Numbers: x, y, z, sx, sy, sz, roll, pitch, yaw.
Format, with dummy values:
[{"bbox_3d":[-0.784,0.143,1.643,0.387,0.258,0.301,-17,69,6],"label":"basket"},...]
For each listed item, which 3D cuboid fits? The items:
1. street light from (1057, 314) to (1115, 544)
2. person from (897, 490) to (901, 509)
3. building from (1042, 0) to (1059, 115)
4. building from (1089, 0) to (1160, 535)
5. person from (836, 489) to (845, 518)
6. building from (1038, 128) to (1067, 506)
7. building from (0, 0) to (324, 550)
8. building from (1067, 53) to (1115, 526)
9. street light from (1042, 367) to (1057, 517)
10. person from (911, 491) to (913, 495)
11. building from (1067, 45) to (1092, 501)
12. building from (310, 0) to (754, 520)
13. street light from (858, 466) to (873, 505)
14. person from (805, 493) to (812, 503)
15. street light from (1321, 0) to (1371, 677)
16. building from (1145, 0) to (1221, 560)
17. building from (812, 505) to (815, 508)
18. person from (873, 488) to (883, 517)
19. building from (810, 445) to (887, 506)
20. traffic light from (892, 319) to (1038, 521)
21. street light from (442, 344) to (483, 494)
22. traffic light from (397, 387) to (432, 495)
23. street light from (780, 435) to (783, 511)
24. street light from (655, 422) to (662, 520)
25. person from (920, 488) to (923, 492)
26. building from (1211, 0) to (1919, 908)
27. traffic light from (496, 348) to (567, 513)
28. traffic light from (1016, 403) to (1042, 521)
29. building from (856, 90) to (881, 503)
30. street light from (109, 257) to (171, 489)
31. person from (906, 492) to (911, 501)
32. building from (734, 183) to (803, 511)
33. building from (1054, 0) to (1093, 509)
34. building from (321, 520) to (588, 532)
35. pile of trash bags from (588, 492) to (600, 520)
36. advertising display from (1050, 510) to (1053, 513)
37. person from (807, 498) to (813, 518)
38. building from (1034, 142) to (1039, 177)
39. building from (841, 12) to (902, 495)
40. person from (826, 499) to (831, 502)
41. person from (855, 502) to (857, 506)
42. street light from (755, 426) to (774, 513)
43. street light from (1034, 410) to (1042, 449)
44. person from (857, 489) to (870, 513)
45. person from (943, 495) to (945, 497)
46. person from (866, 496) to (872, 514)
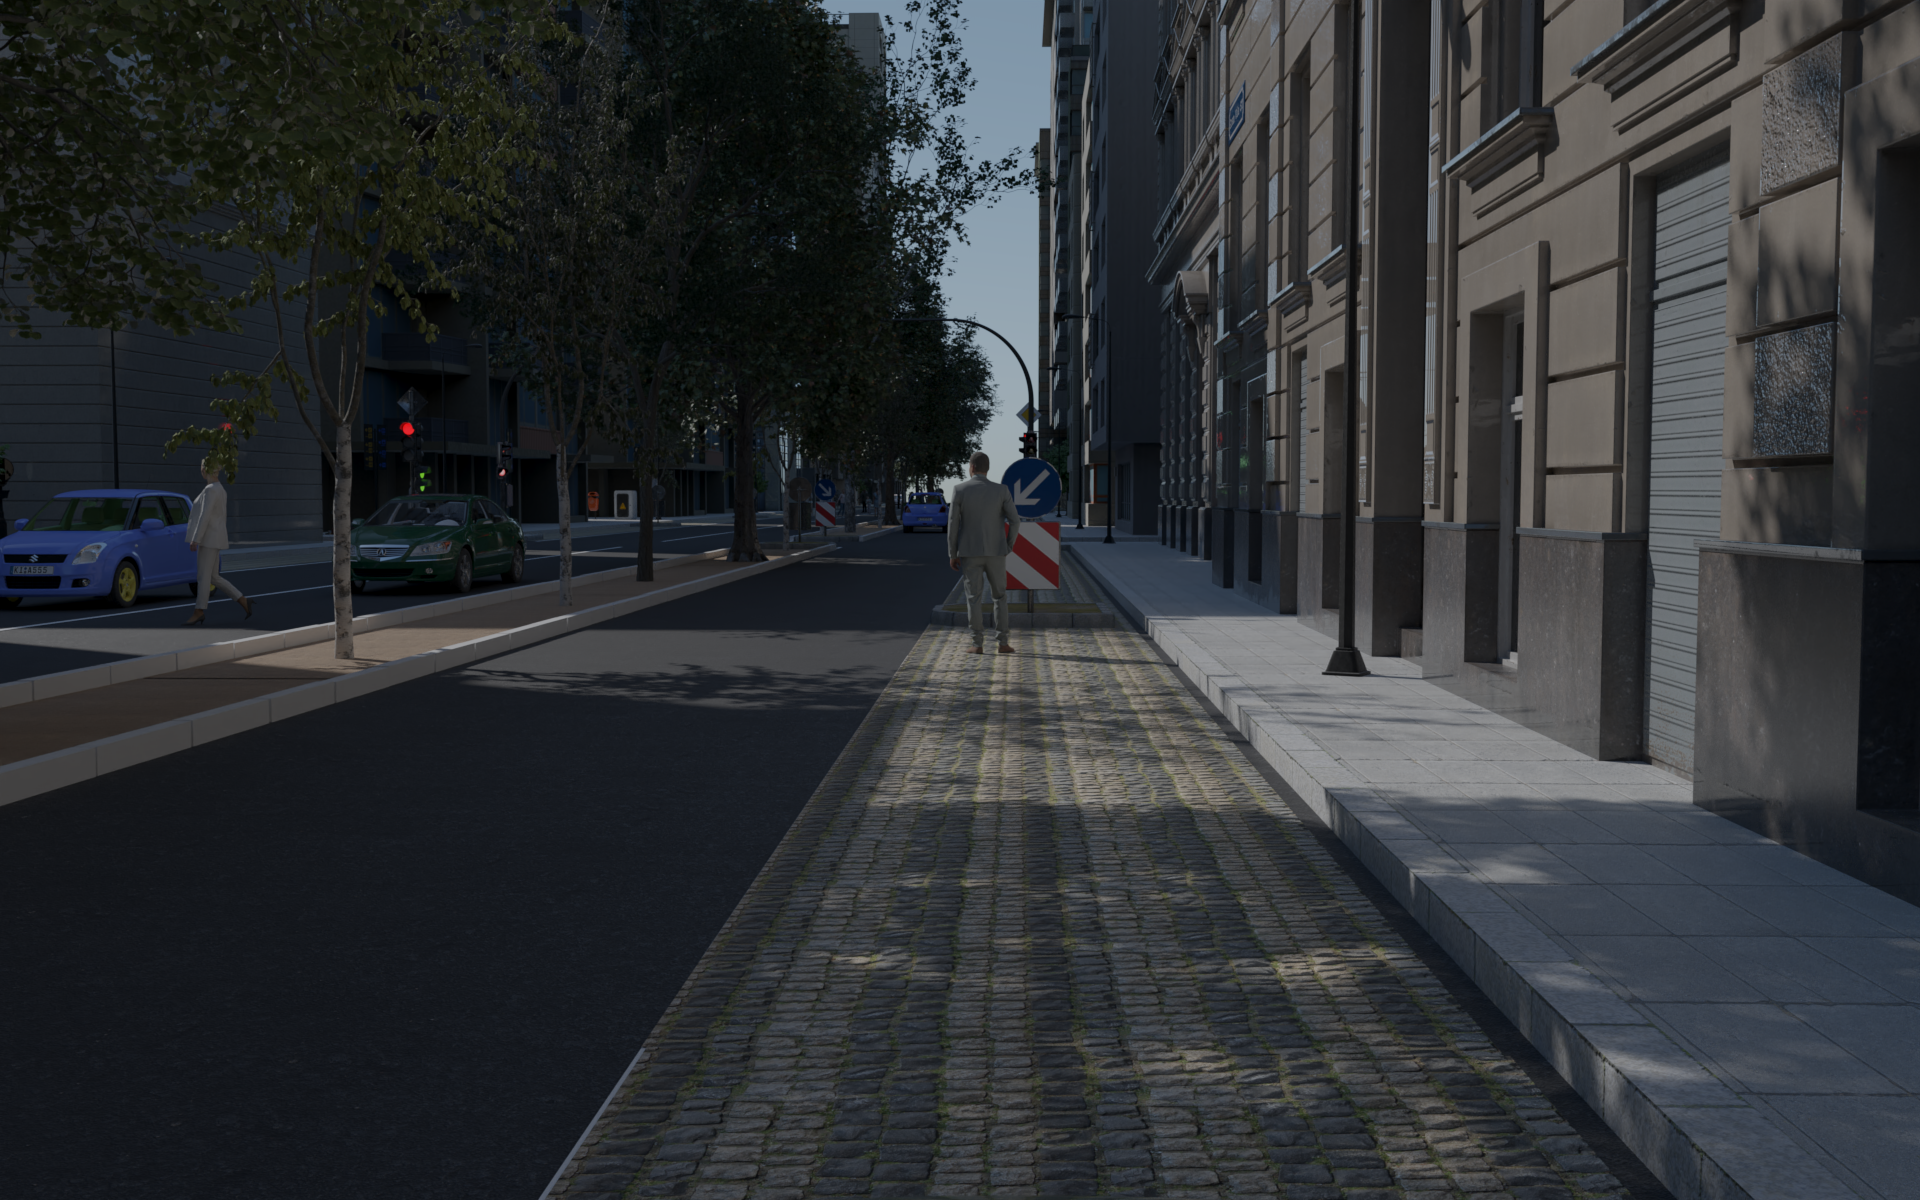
[{"bbox_3d":[3.335,-4.422,44.835,1.470,5.913,1.316,0,4,2],"label":"street light"},{"bbox_3d":[-5.901,-9.738,167.860,0.705,1.807,1.348,1,4,9],"label":"person"},{"bbox_3d":[22.773,-35.826,175.000,28.713,52.752,27.495,0,4,2],"label":"building"},{"bbox_3d":[11.484,-22.767,55.828,14.086,41.232,14.154,0,4,2],"label":"building"},{"bbox_3d":[-7.082,-5.715,102.616,0.598,1.740,0.731,2,4,34],"label":"person"},{"bbox_3d":[15.891,-31.361,196.342,14.154,41.232,14.086,0,4,2],"label":"building"},{"bbox_3d":[-31.631,-16.039,39.729,29.804,29.767,11.434,0,4,2],"label":"building"},{"bbox_3d":[19.390,-14.507,82.222,27.650,21.520,28.899,0,4,2],"label":"building"},{"bbox_3d":[3.855,-5.555,63.358,1.470,5.913,1.316,0,4,2],"label":"street light"},{"bbox_3d":[-5.413,-11.665,200.007,0.721,1.735,1.217,-1,4,-13],"label":"person"},{"bbox_3d":[14.120,-21.002,115.086,14.160,30.474,14.107,0,4,2],"label":"building"},{"bbox_3d":[-25.089,-27.714,107.754,22.147,44.769,28.867,0,4,2],"label":"building"},{"bbox_3d":[-10.818,-13.609,195.047,1.470,5.913,1.316,0,4,2],"label":"street light"},{"bbox_3d":[-10.629,-6.907,121.271,0.661,1.843,0.795,2,4,25],"label":"person"},{"bbox_3d":[2.207,-2.424,12.167,1.470,5.913,1.316,0,4,2],"label":"street light"},{"bbox_3d":[9.557,-12.569,34.380,11.050,23.489,19.941,0,4,2],"label":"building"},{"bbox_3d":[-23.285,-44.693,168.982,20.563,71.187,20.611,0,4,2],"label":"building"},{"bbox_3d":[-5.176,-6.128,108.779,0.616,1.811,0.778,0,4,7],"label":"person"},{"bbox_3d":[-16.988,-34.441,246.702,14.154,41.232,14.086,0,4,2],"label":"building"},{"bbox_3d":[-0.278,-4.291,44.827,4.771,5.953,1.251,0,4,2],"label":"traffic light"},{"bbox_3d":[-15.468,-4.967,53.746,1.470,5.913,1.316,0,4,2],"label":"street light"},{"bbox_3d":[-14.337,-3.455,45.417,0.839,4.253,0.868,0,4,2],"label":"traffic light"},{"bbox_3d":[-12.965,-9.661,130.494,1.470,5.913,1.316,0,4,2],"label":"street light"},{"bbox_3d":[-14.403,-6.918,85.654,1.470,5.913,1.316,0,4,2],"label":"street light"},{"bbox_3d":[-2.425,-6.172,109.591,0.661,1.801,0.590,0,4,2],"label":"person"},{"bbox_3d":[8.854,-13.121,11.792,12.463,27.353,25.104,0,4,2],"label":"building"},{"bbox_3d":[-11.979,-4.813,53.364,4.771,5.953,1.251,0,4,2],"label":"traffic light"},{"bbox_3d":[2.081,-3.912,52.879,0.839,4.253,0.868,0,4,2],"label":"traffic light"},{"bbox_3d":[-24.944,-38.937,225.851,28.713,52.752,27.495,0,4,2],"label":"building"},{"bbox_3d":[-16.099,-3.762,34.052,1.470,5.913,1.316,0,4,2],"label":"street light"},{"bbox_3d":[-7.320,-14.598,247.972,0.742,1.727,0.445,-3,4,-38],"label":"person"},{"bbox_3d":[-24.222,-50.771,142.773,22.319,86.520,31.000,0,4,2],"label":"building"},{"bbox_3d":[19.309,-32.213,146.291,23.786,49.044,30.456,0,4,2],"label":"building"},{"bbox_3d":[-26.961,-25.419,70.220,22.147,44.769,28.867,0,4,2],"label":"building"},{"bbox_3d":[-19.799,-4.739,87.238,3.447,1.369,1.912,1,4,8],"label":"pile of trash bags"},{"bbox_3d":[6.343,-7.032,120.179,0.123,1.923,0.974,2,4,28],"label":"advertising display"},{"bbox_3d":[-9.161,-5.621,105.411,0.505,1.210,0.382,1,4,10],"label":"person"},{"bbox_3d":[25.196,-40.536,251.994,28.713,52.752,27.495,0,4,2],"label":"building"},{"bbox_3d":[-19.417,-50.477,263.550,20.563,71.187,20.611,0,4,2],"label":"building"},{"bbox_3d":[-8.478,-6.191,110.064,0.601,1.785,0.444,-1,4,-9],"label":"person"},{"bbox_3d":[-7.839,-6.995,127.887,0.505,1.210,0.382,1,4,18],"label":"person"},{"bbox_3d":[-13.373,-8.894,117.951,1.470,5.913,1.316,0,4,2],"label":"street light"},{"bbox_3d":[4.908,-7.506,95.266,1.470,5.913,1.316,0,4,2],"label":"street light"},{"bbox_3d":[-7.448,-7.708,134.670,1.348,1.807,0.705,-3,5,-42],"label":"person"},{"bbox_3d":[-2.888,-15.373,259.838,1.348,1.826,0.705,1,4,19],"label":"person"},{"bbox_3d":[-6.558,-6.844,124.676,0.425,1.301,0.394,-1,4,-11],"label":"person"}]
